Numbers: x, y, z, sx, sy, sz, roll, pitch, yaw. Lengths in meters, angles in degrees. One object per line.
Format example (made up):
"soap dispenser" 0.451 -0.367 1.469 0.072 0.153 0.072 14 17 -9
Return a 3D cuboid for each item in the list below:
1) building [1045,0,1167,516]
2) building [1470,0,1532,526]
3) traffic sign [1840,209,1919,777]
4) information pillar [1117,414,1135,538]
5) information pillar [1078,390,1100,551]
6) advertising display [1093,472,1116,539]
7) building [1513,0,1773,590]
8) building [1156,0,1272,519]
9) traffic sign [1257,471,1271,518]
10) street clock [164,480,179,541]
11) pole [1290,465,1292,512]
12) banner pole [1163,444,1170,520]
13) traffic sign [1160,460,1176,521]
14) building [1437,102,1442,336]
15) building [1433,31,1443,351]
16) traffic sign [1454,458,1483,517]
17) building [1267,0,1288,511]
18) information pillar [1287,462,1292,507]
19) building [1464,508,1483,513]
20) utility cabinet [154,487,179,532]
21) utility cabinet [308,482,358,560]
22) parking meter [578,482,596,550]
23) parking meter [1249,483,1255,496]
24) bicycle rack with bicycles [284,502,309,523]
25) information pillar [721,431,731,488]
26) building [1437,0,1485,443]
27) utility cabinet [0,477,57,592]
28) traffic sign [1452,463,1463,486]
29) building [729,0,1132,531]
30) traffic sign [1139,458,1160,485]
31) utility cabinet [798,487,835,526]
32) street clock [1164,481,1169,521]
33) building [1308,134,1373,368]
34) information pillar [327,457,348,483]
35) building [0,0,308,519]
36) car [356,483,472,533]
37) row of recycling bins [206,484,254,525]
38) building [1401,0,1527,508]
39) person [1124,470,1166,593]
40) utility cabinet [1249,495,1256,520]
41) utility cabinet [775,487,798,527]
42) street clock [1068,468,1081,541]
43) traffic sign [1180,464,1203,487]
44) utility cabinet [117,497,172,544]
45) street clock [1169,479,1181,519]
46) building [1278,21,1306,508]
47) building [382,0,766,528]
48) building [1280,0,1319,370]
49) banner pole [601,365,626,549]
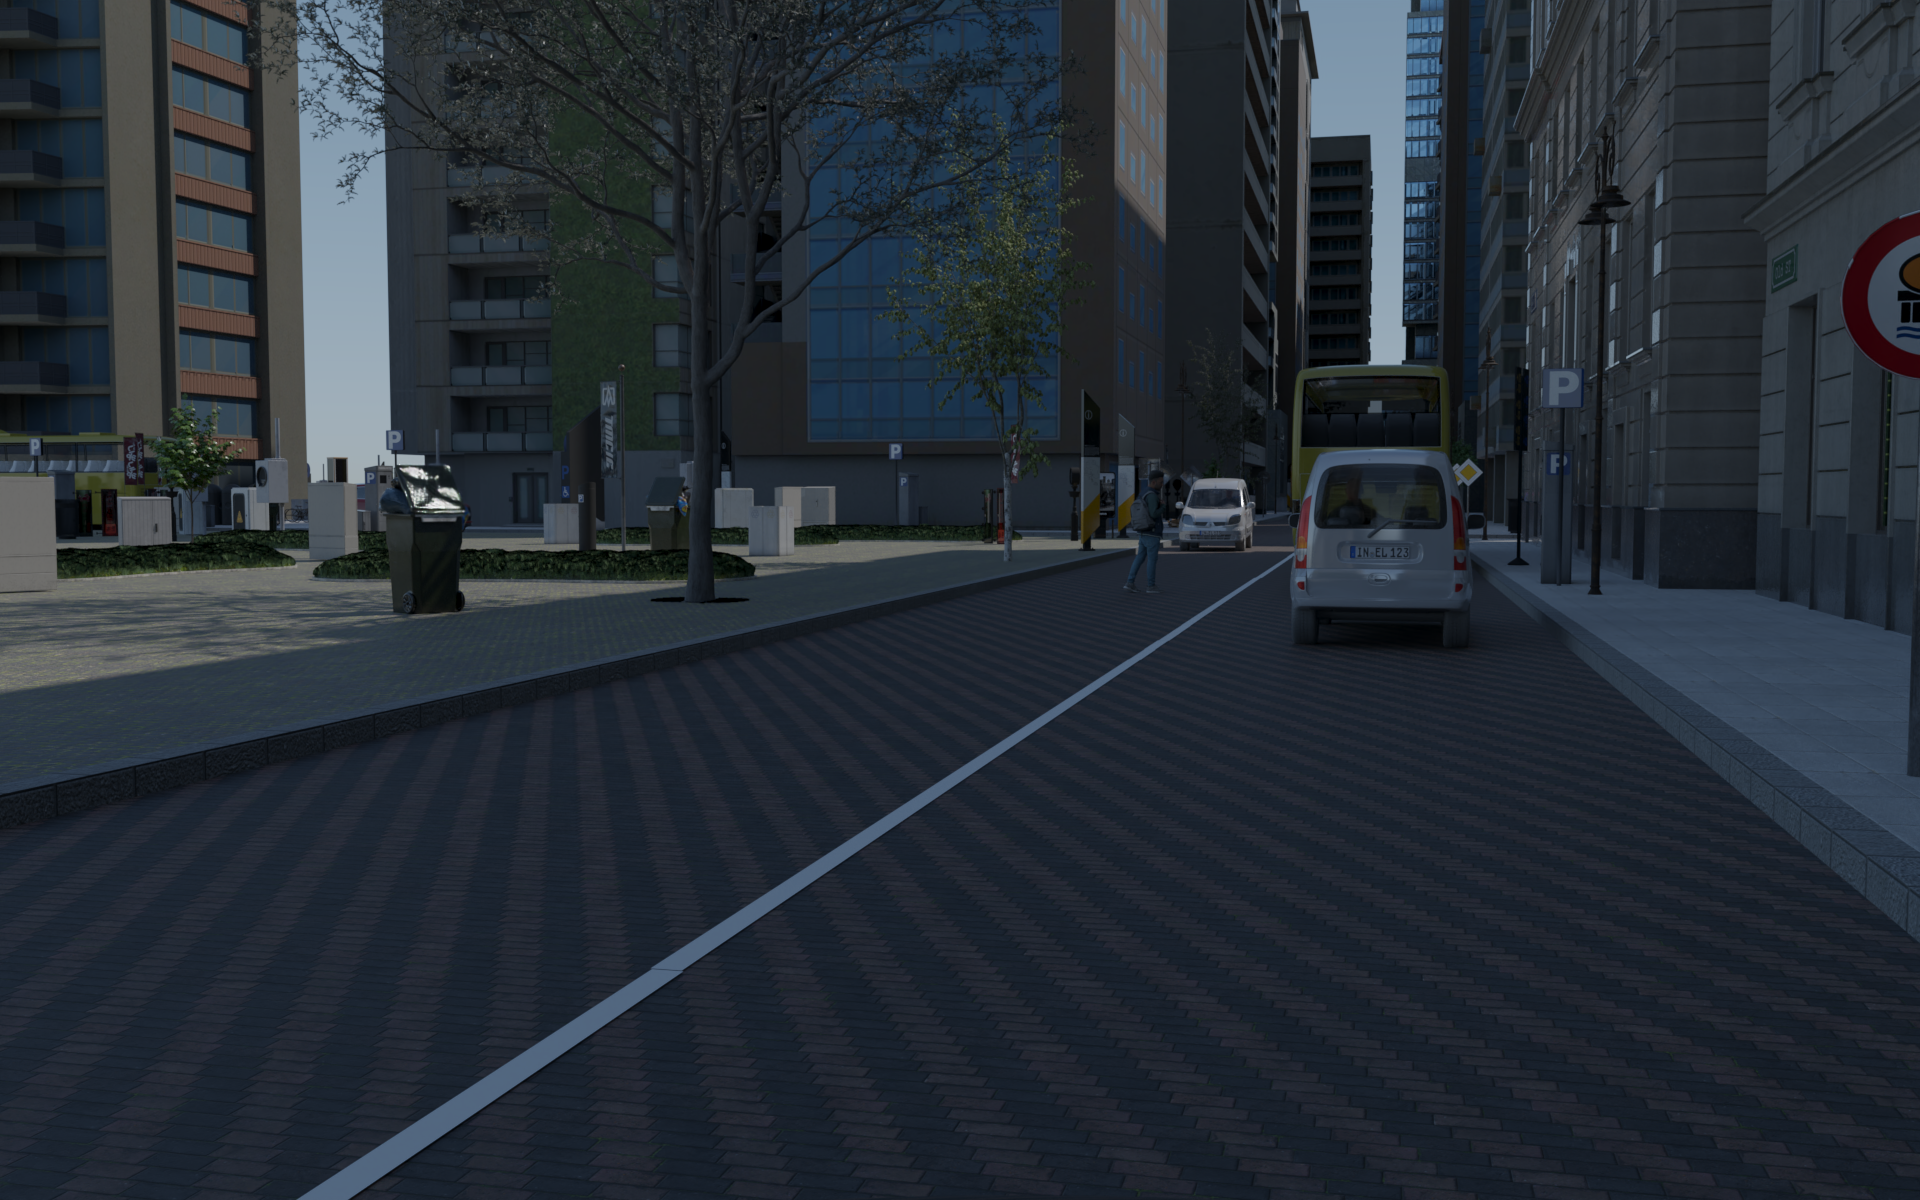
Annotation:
"building" 14.913 -29.043 124.971 14.600 45.320 14.200 1 4 14
"building" 33.928 -23.164 70.610 23.993 40.220 32.217 1 4 14
"traffic sign" 4.356 -0.471 7.806 0.768 2.556 0.104 1 4 18
"information pillar" 4.841 -3.617 50.489 0.504 3.616 0.183 1 4 21
"information pillar" 2.932 -2.916 39.025 0.504 3.616 0.183 -2 4 -33
"advertising display" 4.024 -2.729 49.831 0.974 1.923 0.123 -2 4 -24
"building" 17.812 -14.420 33.032 12.463 27.353 25.104 1 4 14
"building" 6.534 -29.150 100.304 21.300 48.544 21.600 1 4 14
"traffic sign" 16.608 -5.789 94.755 0.768 2.556 0.104 1 4 21
"street clock" -21.330 -2.588 46.884 0.358 2.002 0.471 -2 4 -27
"pole" 23.308 -7.813 121.580 0.158 3.312 0.155 0 3 0
"banner pole" 10.278 -5.872 86.024 0.401 3.779 0.863 0 4 0
"traffic sign" 5.905 -2.875 50.650 0.795 2.450 0.064 1 4 14
"building" 62.083 -34.459 183.014 23.786 49.044 30.456 1 4 14
"building" 53.949 -30.583 154.651 22.147 44.769 28.867 1 4 14
"traffic sign" 14.249 -2.749 48.592 0.795 2.450 0.064 1 4 14
"building" 17.255 -51.062 147.535 22.319 86.520 31.000 1 4 14
"information pillar" 23.388 -8.027 122.603 0.183 3.616 0.504 -3 4 -38
"building" 44.263 -48.711 109.088 22.319 86.520 31.000 1 4 14
"utility cabinet" -25.834 -2.955 56.991 1.173 1.500 0.318 -1 4 -11
"utility cabinet" -12.057 -1.508 33.329 1.173 1.500 0.318 3 4 37
"parking meter" -8.056 -1.775 37.432 0.372 1.533 0.369 0 3 0
"parking meter" 15.395 -5.235 91.297 0.255 1.863 0.399 2 4 26
"bicycle rack with bicycles" -29.120 -3.947 77.910 2.925 0.926 2.852 1 4 15
"information pillar" -8.630 -4.440 63.941 0.504 3.616 0.183 3 5 44
"building" 44.632 -29.630 134.555 14.600 45.320 14.200 1 4 14
"utility cabinet" -12.384 -0.842 22.441 0.318 1.500 1.173 2 4 35
"traffic sign" 16.149 -3.224 56.349 0.795 2.450 0.064 1 4 14
"building" 0.258 -25.494 66.936 14.600 45.320 14.200 1 4 14
"traffic sign" 5.376 -2.884 49.288 0.606 2.300 0.079 1 4 20
"utility cabinet" -4.284 -2.660 52.170 1.173 1.500 0.318 3 5 40
"street clock" 9.982 -4.817 83.323 0.358 2.002 0.471 0 4 6
"building" 42.321 -36.777 225.002 21.600 48.544 21.300 1 4 14
"information pillar" -12.412 -1.841 34.584 0.304 2.012 0.304 3 5 44
"building" -48.517 -26.302 84.665 28.867 44.769 22.147 1 4 14
"car" -19.365 -3.120 59.687 5.304 1.827 2.281 1 4 15
"row of recycling bins" -30.302 -3.926 71.300 3.534 1.692 1.069 0 4 4
"building" 67.880 -55.351 217.655 31.000 86.520 22.319 1 4 14
"person" 2.746 -0.993 25.086 0.721 1.781 0.623 -2 4 -28
"utility cabinet" 14.386 -4.529 85.203 0.306 1.237 1.020 1 4 11
"utility cabinet" -5.292 -2.744 53.545 0.318 1.500 1.173 2 4 27
"street clock" 3.130 -2.614 47.307 0.358 2.002 0.471 0 4 -5
"traffic sign" 7.806 -3.350 58.407 0.795 2.450 0.064 1 4 14
"utility cabinet" -17.686 -1.616 37.588 1.020 1.237 0.306 -3 5 -43
"street clock" 10.413 -4.796 82.982 0.471 2.002 0.358 1 4 12
"building" 26.325 -31.785 169.802 14.600 45.320 14.200 1 4 14
"building" -15.257 -23.701 71.106 14.086 41.232 14.154 1 4 14
"building" 25.142 -36.923 192.922 27.495 52.752 28.713 1 4 14
"banner pole" -6.718 -2.673 33.718 0.863 3.779 0.401 3 4 39
